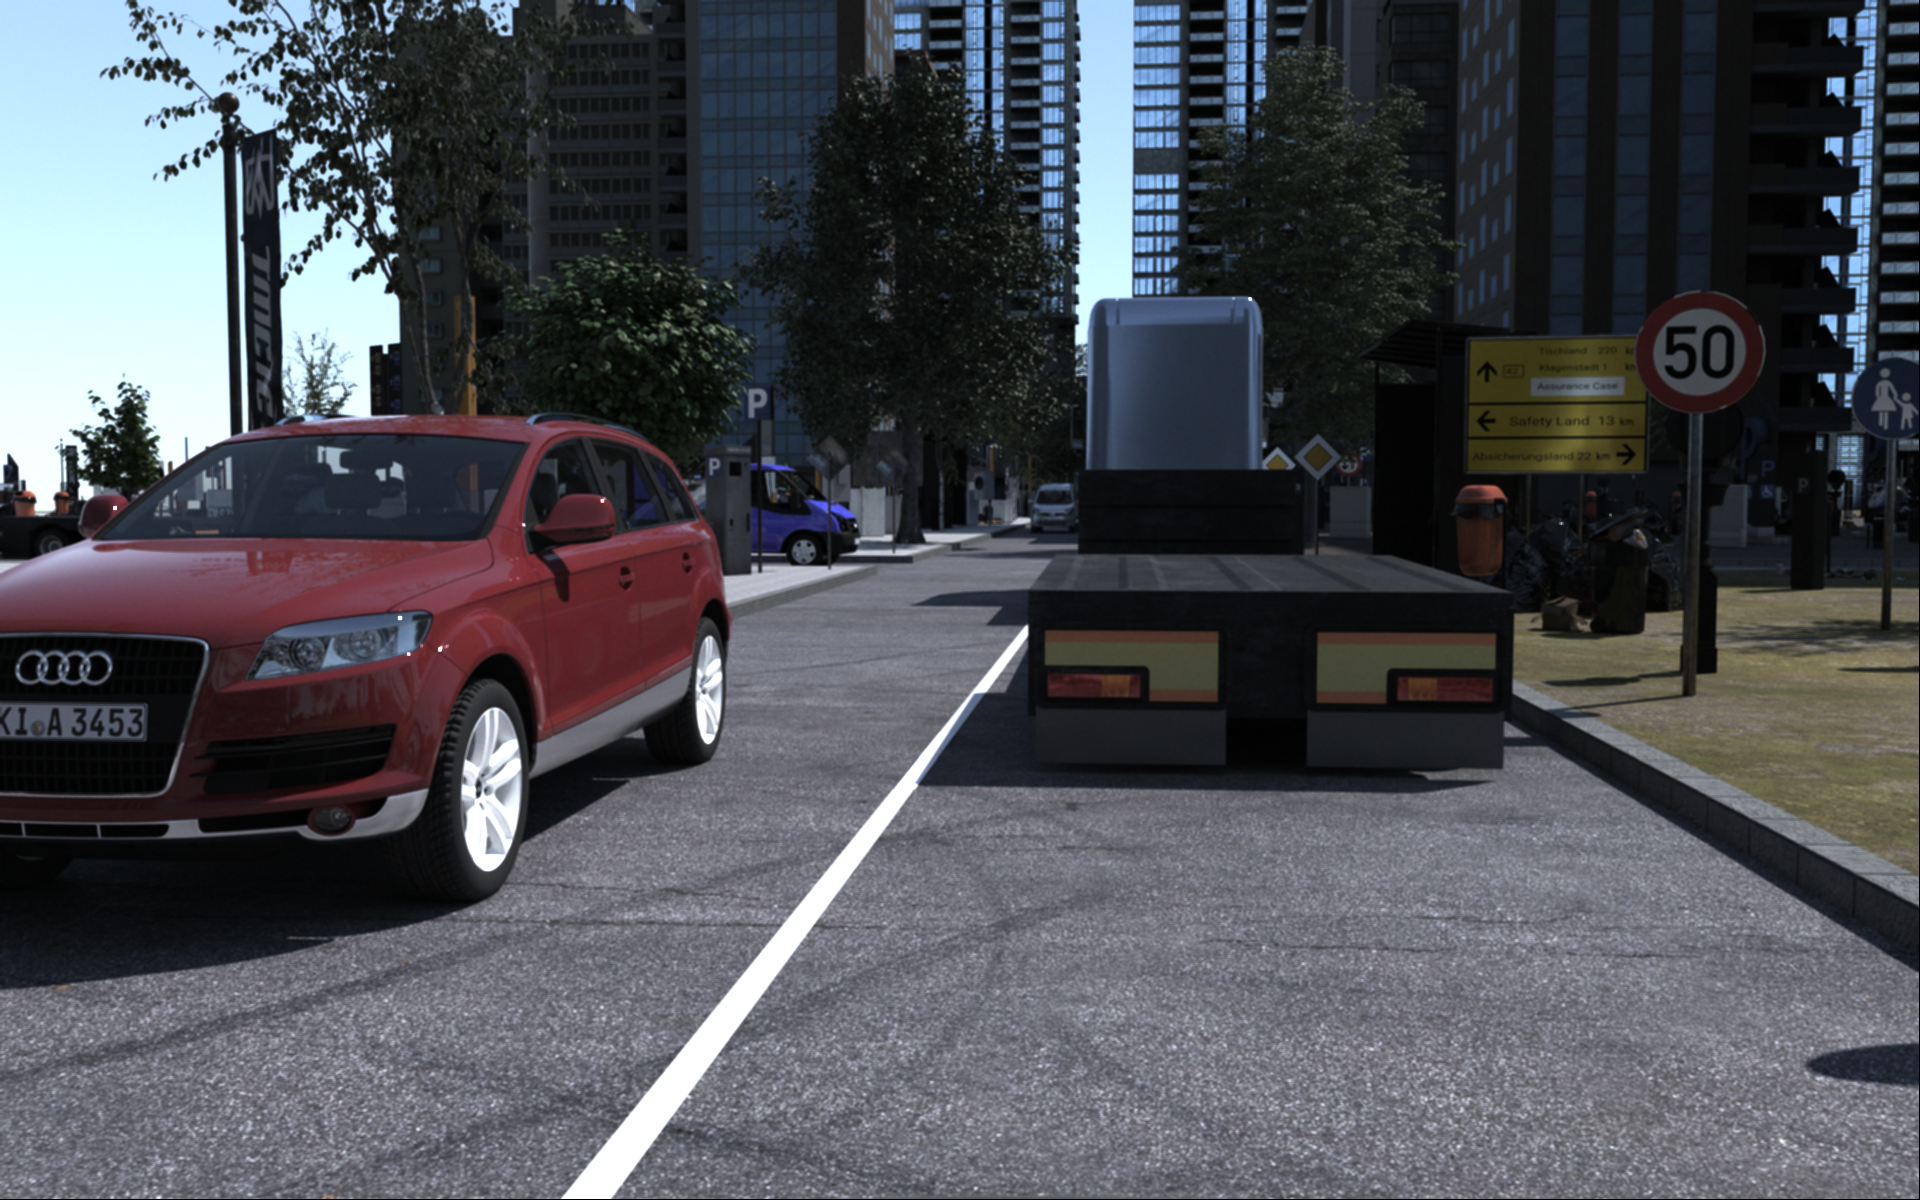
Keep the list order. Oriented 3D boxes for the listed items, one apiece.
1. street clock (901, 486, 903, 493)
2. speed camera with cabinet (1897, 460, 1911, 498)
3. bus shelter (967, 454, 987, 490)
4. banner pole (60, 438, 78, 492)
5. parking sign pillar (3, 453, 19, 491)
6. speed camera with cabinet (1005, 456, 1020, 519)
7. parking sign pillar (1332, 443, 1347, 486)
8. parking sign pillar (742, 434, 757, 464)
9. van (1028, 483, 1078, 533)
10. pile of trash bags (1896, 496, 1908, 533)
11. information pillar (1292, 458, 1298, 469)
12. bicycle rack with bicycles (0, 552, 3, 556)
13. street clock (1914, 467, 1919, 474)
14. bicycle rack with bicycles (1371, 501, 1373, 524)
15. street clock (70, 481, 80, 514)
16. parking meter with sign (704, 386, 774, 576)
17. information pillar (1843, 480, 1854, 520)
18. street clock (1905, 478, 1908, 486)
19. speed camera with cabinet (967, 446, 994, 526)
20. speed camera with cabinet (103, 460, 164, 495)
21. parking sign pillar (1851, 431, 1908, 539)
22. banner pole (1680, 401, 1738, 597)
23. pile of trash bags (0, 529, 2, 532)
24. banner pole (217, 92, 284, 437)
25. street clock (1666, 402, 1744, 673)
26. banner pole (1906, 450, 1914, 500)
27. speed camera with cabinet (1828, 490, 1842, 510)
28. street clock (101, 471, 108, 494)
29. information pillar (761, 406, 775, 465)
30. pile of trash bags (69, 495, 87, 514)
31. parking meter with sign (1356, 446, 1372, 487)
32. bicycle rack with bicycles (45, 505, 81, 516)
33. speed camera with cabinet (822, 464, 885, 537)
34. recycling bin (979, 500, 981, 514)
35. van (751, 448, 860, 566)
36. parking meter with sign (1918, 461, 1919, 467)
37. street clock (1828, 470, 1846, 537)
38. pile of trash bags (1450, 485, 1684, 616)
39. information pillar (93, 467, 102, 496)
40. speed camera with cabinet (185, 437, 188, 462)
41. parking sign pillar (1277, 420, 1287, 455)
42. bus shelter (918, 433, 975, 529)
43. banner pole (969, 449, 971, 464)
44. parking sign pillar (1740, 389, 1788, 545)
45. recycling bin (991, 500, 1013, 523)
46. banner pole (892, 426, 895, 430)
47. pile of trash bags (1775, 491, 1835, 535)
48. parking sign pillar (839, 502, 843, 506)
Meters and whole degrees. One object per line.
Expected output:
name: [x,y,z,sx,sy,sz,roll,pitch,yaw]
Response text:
street clock: [-2.149,-3.900,68.336,0.358,2.002,0.471,-3,5,-41]
speed camera with cabinet: [53.527,-6.422,99.339,2.038,3.252,0.660,-1,4,-12]
bus shelter: [0.454,-5.833,89.297,2.014,3.302,5.546,0,4,6]
banner pole: [-40.189,-5.385,78.055,0.863,3.779,0.401,-2,4,-25]
parking sign pillar: [-62.389,-7.672,113.915,1.447,3.967,1.447,3,4,38]
speed camera with cabinet: [2.685,-5.842,89.847,0.660,3.252,2.038,0,4,-4]
parking sign pillar: [19.548,-6.150,89.032,1.447,3.967,1.447,0,4,-5]
parking sign pillar: [-9.677,-5.505,78.475,1.447,3.967,1.447,2,4,29]
van: [3.573,-3.526,64.655,2.013,2.044,4.112,0,4,7]
pile of trash bags: [29.966,-2.719,54.215,1.912,1.369,3.447,-1,4,-10]
information pillar: [19.950,-6.865,103.599,0.504,3.616,0.183,2,4,27]
bicycle rack with bicycles: [-6.896,0.161,10.743,2.852,0.926,2.925,2,4,25]
street clock: [26.045,-2.592,46.953,0.358,2.002,0.471,0,4,4]
bicycle rack with bicycles: [17.924,-3.782,75.214,2.852,0.926,2.925,-3,5,-40]
street clock: [-45.914,-5.216,89.850,0.471,2.002,0.358,-1,4,-12]
parking meter with sign: [-3.695,-1.906,27.423,0.543,3.016,1.738,2,4,32]
information pillar: [44.863,-5.074,87.448,0.304,2.012,0.304,-1,4,-15]
street clock: [40.098,-4.184,72.974,0.471,2.002,0.358,3,5,43]
speed camera with cabinet: [0.573,-4.698,71.155,0.660,3.252,2.038,-3,4,-37]
speed camera with cabinet: [-20.779,-3.012,43.585,0.660,3.252,2.038,0,4,3]
parking sign pillar: [26.469,-3.748,49.759,1.447,3.967,1.447,0,4,8]
banner pole: [9.295,-1.933,21.615,0.863,3.779,0.401,0,4,-1]
pile of trash bags: [-26.889,-2.352,48.211,3.447,1.369,1.912,2,4,28]
banner pole: [-4.390,-1.268,10.750,0.863,3.779,0.401,3,5,42]
street clock: [5.329,-0.481,12.440,0.471,2.002,0.358,0,4,-2]
banner pole: [53.587,-6.589,97.742,0.401,3.779,0.863,0,3,0]
speed camera with cabinet: [39.981,-5.256,80.276,0.660,3.252,2.038,-1,4,-9]
street clock: [-25.871,-2.935,52.562,0.471,2.002,0.358,-2,4,-33]
information pillar: [-4.260,-2.881,38.453,0.183,3.616,0.504,-2,4,-35]
pile of trash bags: [-35.972,-3.783,71.611,3.447,1.369,1.912,1,4,14]
parking meter with sign: [14.769,-4.098,63.262,0.543,3.016,1.738,1,4,15]
bicycle rack with bicycles: [-29.373,-2.805,59.242,2.925,0.926,2.852,0,4,8]
speed camera with cabinet: [-3.185,-3.520,51.885,2.038,3.252,0.660,-3,5,-44]
recycling bin: [0.555,-4.119,79.903,0.722,1.027,0.722,0,4,-8]
van: [-4.572,-1.799,33.791,5.245,2.365,2.240,0,4,7]
parking meter with sign: [50.314,-5.755,90.355,0.543,3.016,1.738,2,4,27]
street clock: [26.398,-2.913,52.202,0.358,2.002,0.471,-1,4,-17]
pile of trash bags: [6.344,-0.543,18.633,3.447,1.369,1.912,-3,5,-44]
information pillar: [-52.842,-7.016,106.072,0.504,3.616,0.183,-1,4,-14]
speed camera with cabinet: [-26.031,-4.020,60.061,2.038,3.252,0.660,0,4,4]
parking sign pillar: [11.402,-4.577,63.302,1.447,3.967,1.447,-1,4,-22]
bus shelter: [-0.510,-4.607,66.610,1.731,3.624,6.357,0,4,5]
banner pole: [0.560,-6.386,94.421,0.401,3.779,0.863,0,4,3]
parking sign pillar: [20.254,-3.391,43.911,1.447,3.967,1.447,0,4,6]
recycling bin: [1.840,-3.876,75.933,0.722,1.027,0.722,3,4,36]
banner pole: [-2.628,-4.522,63.945,0.863,3.779,0.401,-3,4,-38]
pile of trash bags: [26.287,-2.776,55.144,3.447,1.369,1.912,-1,4,-11]
parking sign pillar: [-6.709,-6.331,91.979,1.447,3.967,1.447,2,4,27]
